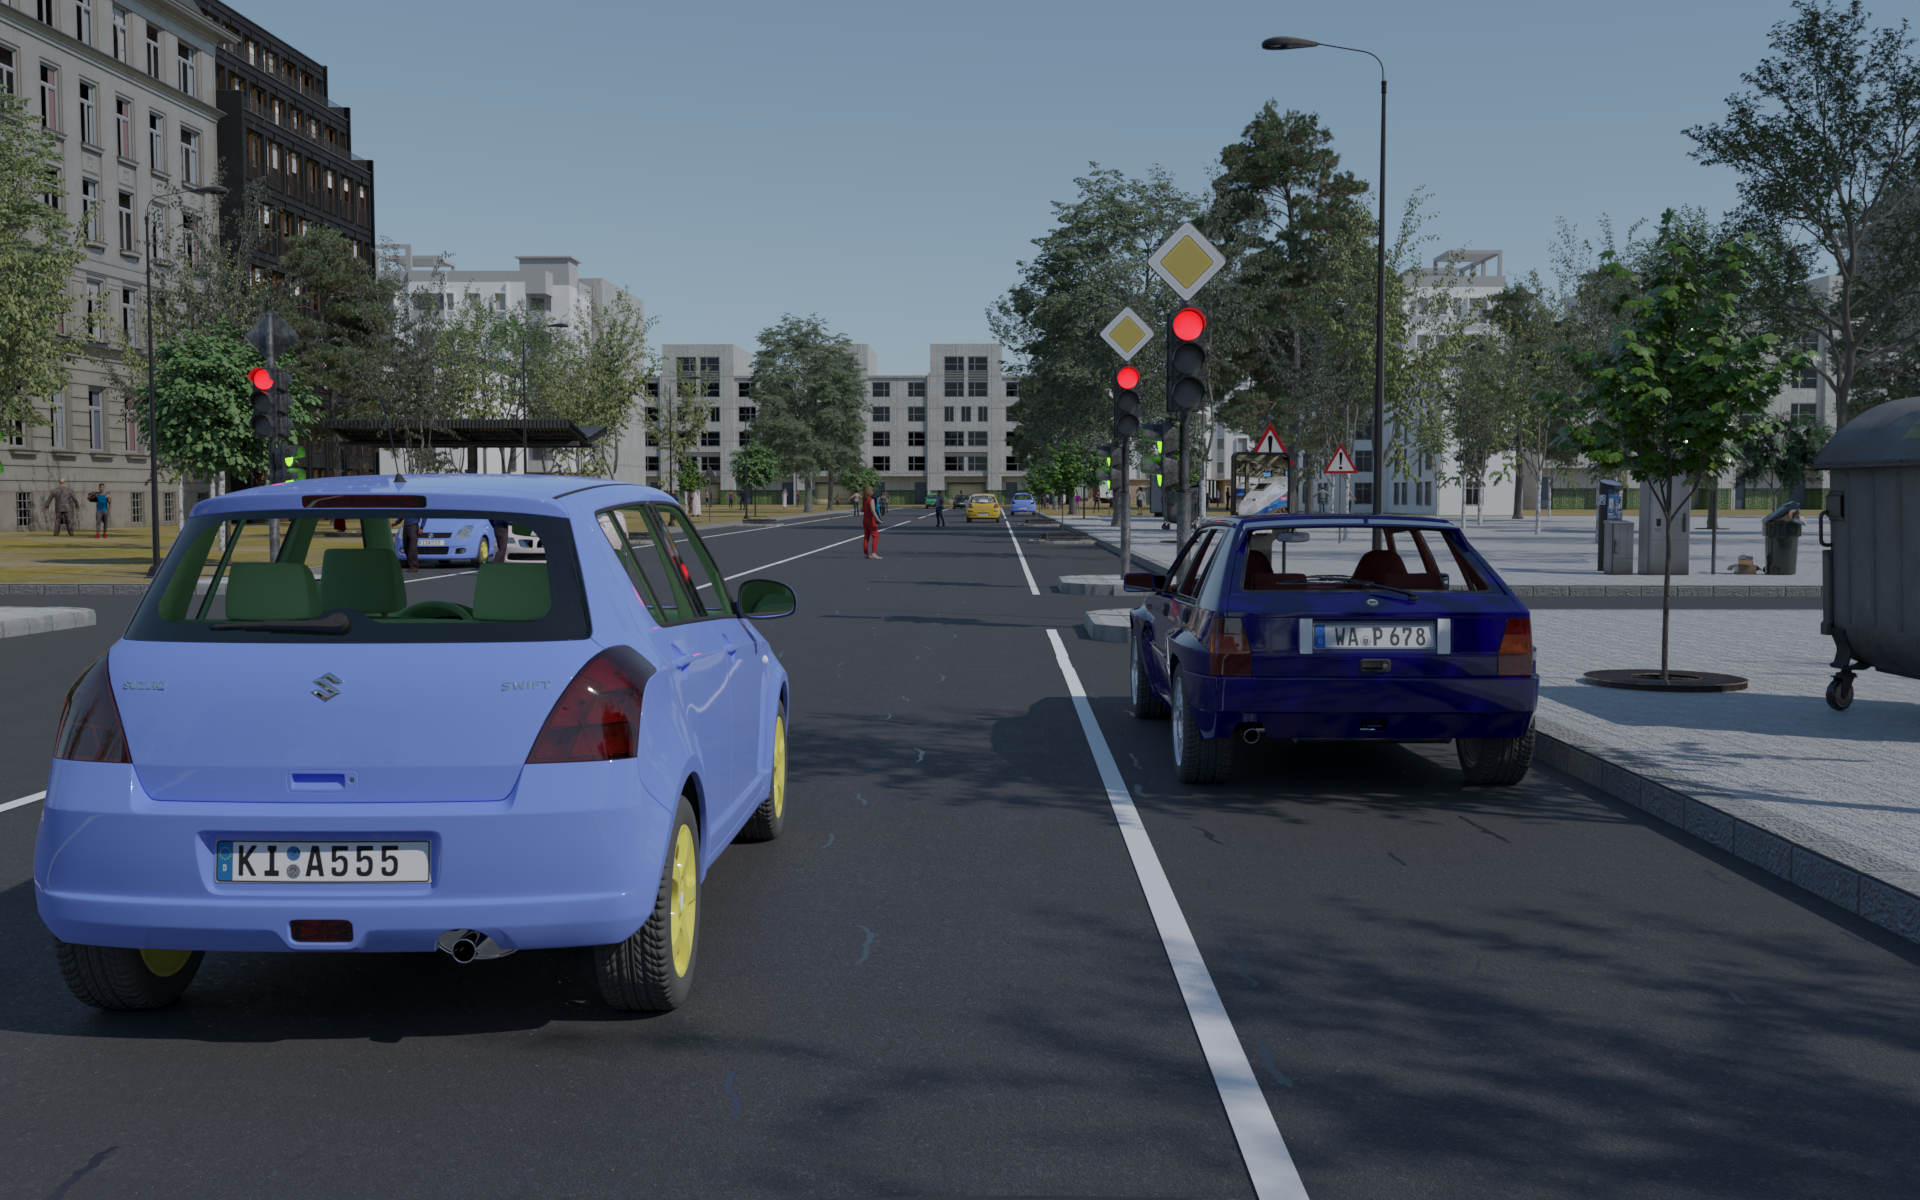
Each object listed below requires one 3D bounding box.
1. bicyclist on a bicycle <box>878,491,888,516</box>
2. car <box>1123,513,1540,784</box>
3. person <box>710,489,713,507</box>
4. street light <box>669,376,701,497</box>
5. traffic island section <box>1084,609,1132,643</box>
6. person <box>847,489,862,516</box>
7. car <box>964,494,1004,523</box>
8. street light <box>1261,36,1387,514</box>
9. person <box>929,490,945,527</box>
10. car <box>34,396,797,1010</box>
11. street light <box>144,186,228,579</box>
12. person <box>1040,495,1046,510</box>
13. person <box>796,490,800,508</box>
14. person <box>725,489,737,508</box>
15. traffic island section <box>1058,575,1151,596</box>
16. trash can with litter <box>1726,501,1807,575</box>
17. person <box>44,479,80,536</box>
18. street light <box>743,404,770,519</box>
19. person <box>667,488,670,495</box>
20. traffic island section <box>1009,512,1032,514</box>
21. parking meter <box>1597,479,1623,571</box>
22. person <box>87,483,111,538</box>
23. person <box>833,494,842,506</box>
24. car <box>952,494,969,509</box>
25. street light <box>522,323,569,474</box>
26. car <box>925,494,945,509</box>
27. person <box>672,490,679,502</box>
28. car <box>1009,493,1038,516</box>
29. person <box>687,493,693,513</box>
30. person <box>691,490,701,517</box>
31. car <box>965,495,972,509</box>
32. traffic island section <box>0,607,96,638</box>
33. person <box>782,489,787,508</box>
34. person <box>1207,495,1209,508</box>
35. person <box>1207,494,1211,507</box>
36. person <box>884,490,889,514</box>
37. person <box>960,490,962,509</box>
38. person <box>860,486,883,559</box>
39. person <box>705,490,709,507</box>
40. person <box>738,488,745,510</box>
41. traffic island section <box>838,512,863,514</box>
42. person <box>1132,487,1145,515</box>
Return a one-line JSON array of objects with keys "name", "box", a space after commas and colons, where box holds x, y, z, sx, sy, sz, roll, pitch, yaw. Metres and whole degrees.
[{"name": "bicyclist on a bicycle", "box": [-4.980, -6.208, 111.521, 1.499, 1.676, 1.625, 0, 4, 1]}, {"name": "car", "box": [1.948, 0.164, 9.905, 1.945, 1.354, 3.894, 0, 4, 1]}, {"name": "person", "box": [-24.438, -10.024, 169.952, 0.705, 1.821, 1.348, -1, 4, -20]}, {"name": "street light", "box": [-10.877, -5.857, 68.309, 1.470, 5.913, 1.316, 0, 4, 1]}, {"name": "traffic island section", "box": [2.326, 0.268, 17.892, 2.009, 0.180, 2.903, 0, 4, 1]}, {"name": "person", "box": [-6.765, -6.314, 112.436, 1.217, 1.736, 0.721, -2, 4, -30]}, {"name": "car", "box": [1.201, -4.755, 87.965, 2.015, 1.641, 3.980, 0, 4, 2]}, {"name": "street light", "box": [3.760, -2.764, 17.736, 1.470, 5.913, 1.316, 0, 4, 1]}, {"name": "person", "box": [-0.908, -3.912, 74.419, 0.435, 1.587, 0.963, -3, 5, -40]}, {"name": "car", "box": [-1.583, 0.213, 6.110, 1.945, 1.707, 3.694, 0, 4, 0]}, {"name": "street light", "box": [-11.722, -3.285, 26.249, 1.470, 5.913, 1.316, 0, 4, 1]}, {"name": "person", "box": [6.904, -8.286, 142.994, 0.593, 1.643, 0.415, 1, 4, 14]}, {"name": "person", "box": [-15.419, -9.635, 165.038, 0.415, 1.643, 0.593, 0, 4, 5]}, {"name": "person", "box": [-20.853, -9.239, 157.778, 1.217, 1.739, 0.721, -2, 4, -33]}, {"name": "traffic island section", "box": [2.490, -0.220, 25.876, 2.009, 0.180, 2.903, 0, 4, 1]}, {"name": "trash can with litter", "box": [12.811, -0.986, 27.511, 1.055, 1.170, 0.624, 1, 4, 9]}, {"name": "person", "box": [-27.566, -2.848, 53.162, 0.990, 1.755, 0.434, -2, 4, -29]}, {"name": "street light", "box": [-10.478, -7.135, 89.202, 1.470, 5.913, 1.316, 0, 4, 1]}, {"name": "person", "box": [-23.899, -8.311, 142.380, 0.683, 1.767, 0.568, 1, 4, 16]}, {"name": "traffic island section", "box": [4.588, -6.440, 128.160, 1.991, 0.108, 1.994, 0, 4, 1]}, {"name": "parking meter", "box": [10.815, -1.247, 28.805, 0.372, 1.533, 0.369, 0, 3, 0]}, {"name": "person", "box": [-25.077, -2.602, 50.461, 0.647, 1.594, 0.662, -2, 4, -24]}, {"name": "person", "box": [-12.710, -10.273, 179.727, 1.065, 1.426, 0.557, 0, 4, 7]}, {"name": "car", "box": [0.195, -9.457, 164.411, 2.009, 1.686, 4.222, 0, 3, 0]}, {"name": "street light", "box": [-11.318, -4.565, 47.173, 1.470, 5.913, 1.316, 0, 4, 1]}, {"name": "car", "box": [-2.463, -9.761, 168.389, 1.959, 1.807, 4.718, 0, 4, 0]}, {"name": "person", "box": [-13.967, -4.595, 83.860, 0.600, 1.496, 0.574, -2, 4, -30]}, {"name": "car", "box": [4.270, -6.566, 116.948, 1.945, 1.707, 3.694, 0, 4, 3]}, {"name": "person", "box": [-18.493, -6.859, 118.738, 0.434, 1.755, 0.990, -2, 4, -35]}, {"name": "person", "box": [-14.838, -5.541, 97.312, 0.621, 1.740, 0.551, 1, 4, 20]}, {"name": "car", "box": [1.354, -6.712, 122.101, 2.083, 1.381, 4.827, 0, 4, -1]}, {"name": "traffic island section", "box": [-10.512, 0.252, 18.160, 2.009, 0.180, 2.903, 0, 4, 1]}, {"name": "person", "box": [-15.554, -8.996, 153.792, 0.551, 1.740, 0.621, 2, 4, 24]}, {"name": "person", "box": [22.316, -9.005, 156.503, 0.421, 1.427, 0.697, 2, 4, 28]}, {"name": "person", "box": [24.493, -9.858, 170.444, 0.599, 1.433, 0.991, -2, 4, -33]}, {"name": "person", "box": [-5.449, -7.182, 126.838, 0.541, 1.710, 0.530, 1, 4, 21]}, {"name": "person", "box": [0.085, -9.997, 171.981, 0.705, 1.821, 1.348, 0, 4, -4]}, {"name": "person", "box": [-1.971, -1.732, 38.525, 0.444, 1.614, 0.593, -1, 4, -12]}, {"name": "person", "box": [-25.086, -10.117, 172.242, 0.721, 1.735, 1.217, -1, 4, -18]}, {"name": "person", "box": [-17.581, -8.131, 139.427, 0.568, 1.767, 0.683, 2, 4, 32]}, {"name": "traffic island section", "box": [-7.940, -6.425, 127.922, 1.991, 0.108, 1.994, 0, 4, 1]}, {"name": "person", "box": [10.976, -6.082, 106.270, 0.721, 1.735, 1.217, 3, 5, 42]}]
